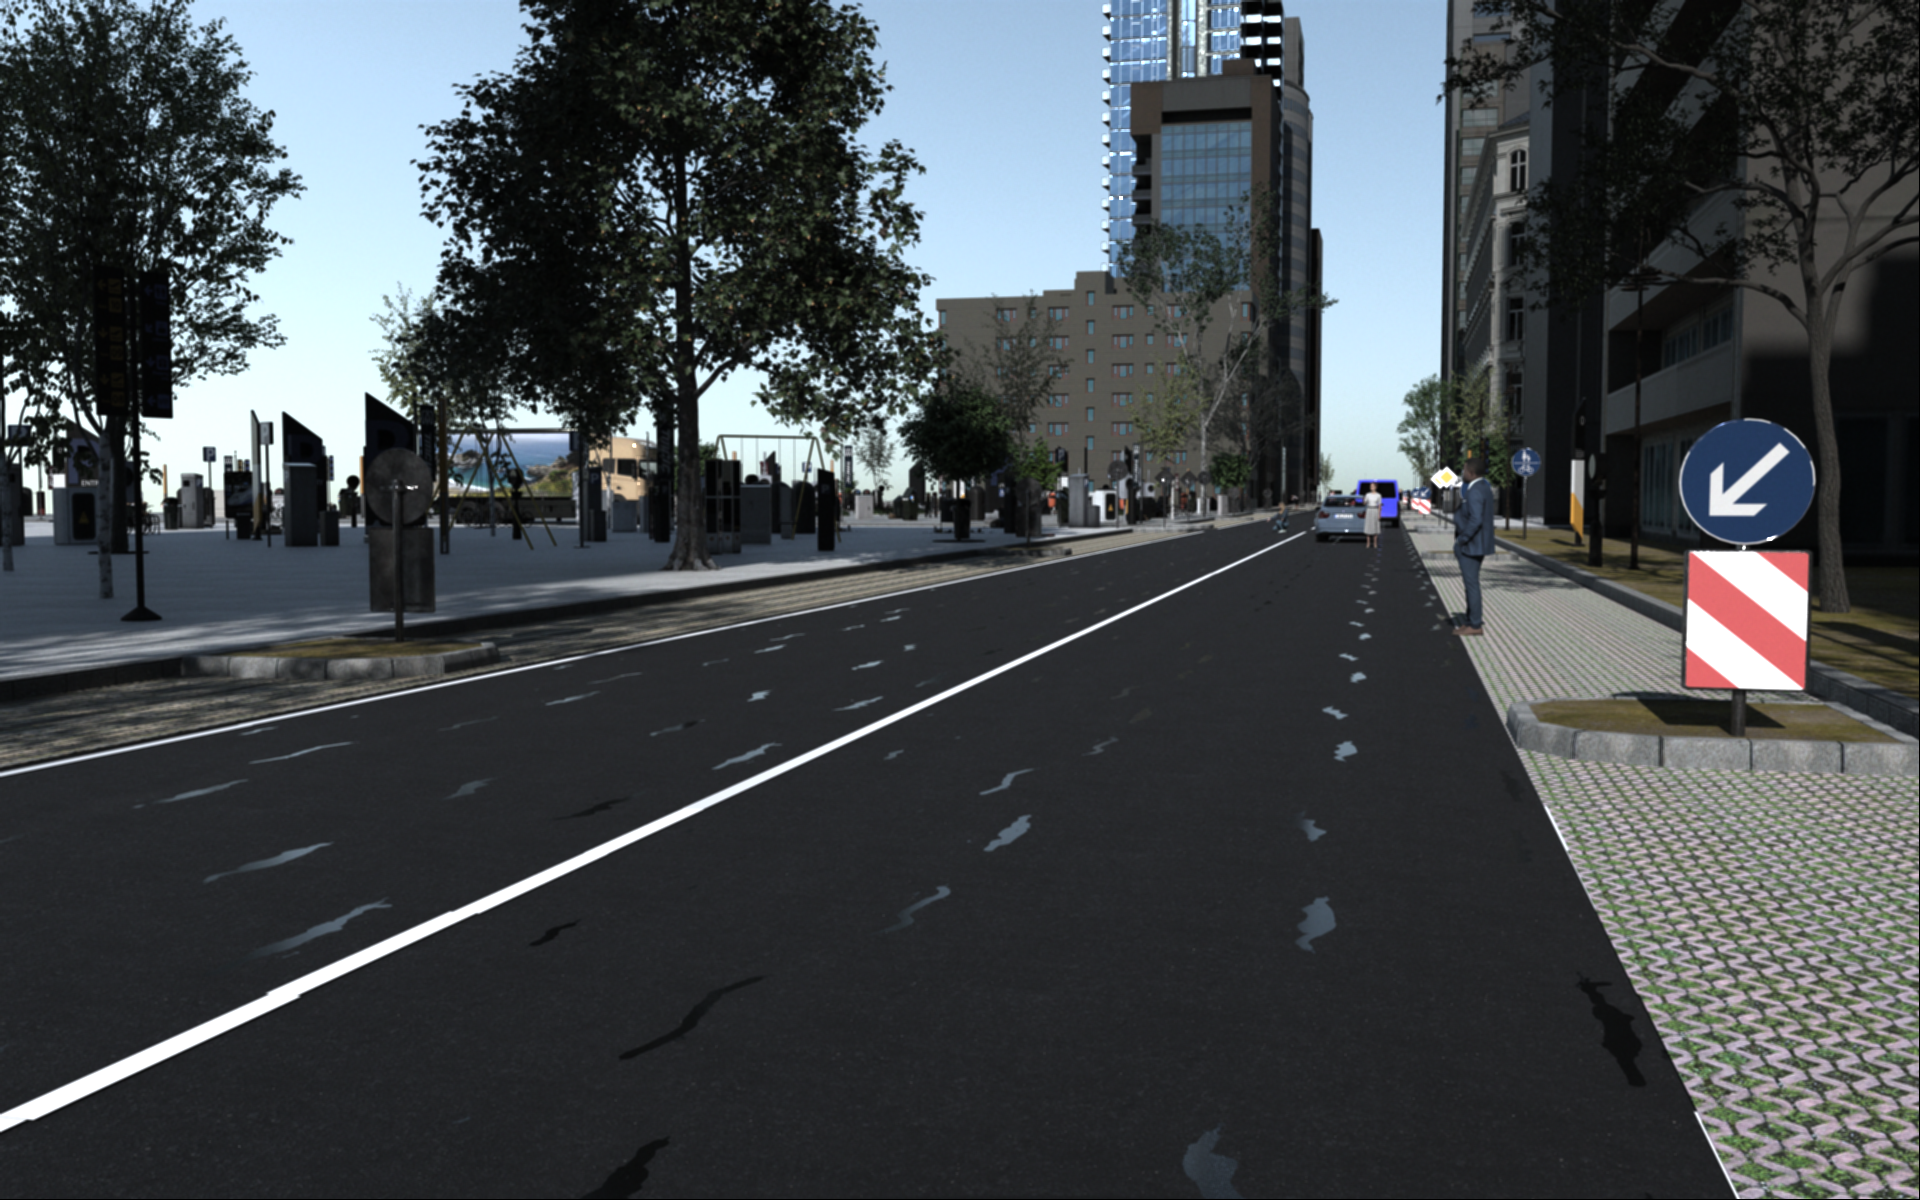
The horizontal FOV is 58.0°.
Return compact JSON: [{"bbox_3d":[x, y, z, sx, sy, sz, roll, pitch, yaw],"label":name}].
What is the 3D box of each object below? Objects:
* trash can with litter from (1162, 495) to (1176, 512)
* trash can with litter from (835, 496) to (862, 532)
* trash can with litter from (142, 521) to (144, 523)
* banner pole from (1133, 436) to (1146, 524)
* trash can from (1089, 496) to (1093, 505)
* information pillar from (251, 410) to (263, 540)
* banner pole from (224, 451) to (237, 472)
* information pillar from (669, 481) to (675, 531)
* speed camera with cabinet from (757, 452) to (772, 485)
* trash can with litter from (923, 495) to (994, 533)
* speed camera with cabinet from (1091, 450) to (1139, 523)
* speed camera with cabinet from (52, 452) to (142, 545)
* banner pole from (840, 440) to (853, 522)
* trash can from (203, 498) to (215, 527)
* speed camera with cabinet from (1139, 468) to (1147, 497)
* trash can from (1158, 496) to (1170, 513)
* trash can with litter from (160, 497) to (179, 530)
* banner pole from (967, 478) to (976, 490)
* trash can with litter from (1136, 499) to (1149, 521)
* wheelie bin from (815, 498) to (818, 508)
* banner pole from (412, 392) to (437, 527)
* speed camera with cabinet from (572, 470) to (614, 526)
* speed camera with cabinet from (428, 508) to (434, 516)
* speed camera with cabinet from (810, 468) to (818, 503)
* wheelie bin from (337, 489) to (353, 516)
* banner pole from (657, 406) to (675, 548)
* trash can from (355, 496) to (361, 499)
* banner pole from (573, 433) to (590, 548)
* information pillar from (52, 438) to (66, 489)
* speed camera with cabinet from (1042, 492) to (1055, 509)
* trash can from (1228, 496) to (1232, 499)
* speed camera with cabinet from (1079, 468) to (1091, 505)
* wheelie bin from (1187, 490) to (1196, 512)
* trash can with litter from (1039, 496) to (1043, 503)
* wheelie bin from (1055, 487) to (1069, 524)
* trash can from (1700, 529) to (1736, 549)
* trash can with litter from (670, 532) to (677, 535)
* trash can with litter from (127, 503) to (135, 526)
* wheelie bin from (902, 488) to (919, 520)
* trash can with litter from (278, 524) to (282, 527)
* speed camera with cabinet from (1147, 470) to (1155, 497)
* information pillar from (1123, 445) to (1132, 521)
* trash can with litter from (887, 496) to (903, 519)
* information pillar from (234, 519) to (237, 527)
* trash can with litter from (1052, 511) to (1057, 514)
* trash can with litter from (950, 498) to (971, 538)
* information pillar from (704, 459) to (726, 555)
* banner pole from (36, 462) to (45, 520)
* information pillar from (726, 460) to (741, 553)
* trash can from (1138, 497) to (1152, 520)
[{"bbox_3d":[14.605,-7.082,126.843,2.233,1.210,1.678,1,4,18],"label":"trash can with litter"},{"bbox_3d":[-4.301,-2.993,59.990,1.678,1.210,2.233,-1,4,-22],"label":"trash can with litter"},{"bbox_3d":[-34.409,-3.688,71.358,1.678,1.210,2.233,3,5,43],"label":"trash can with litter"},{"bbox_3d":[7.668,-5.166,74.476,0.401,3.779,0.863,-2,4,-31],"label":"banner pole"},{"bbox_3d":[8.999,-6.751,122.032,0.748,1.137,0.748,0,3,0],"label":"trash can"},{"bbox_3d":[-19.534,-3.470,48.090,0.183,3.616,0.504,-3,5,-41],"label":"information pillar"},{"bbox_3d":[-42.015,-6.724,99.953,0.863,3.779,0.401,-2,4,-35],"label":"banner pole"},{"bbox_3d":[-10.247,-3.453,60.944,0.304,2.012,0.304,1,4,19],"label":"information pillar"},{"bbox_3d":[-9.835,-5.305,81.067,2.038,3.252,0.660,0,4,-3],"label":"speed camera with cabinet"},{"bbox_3d":[-0.016,-2.818,57.138,2.233,1.210,1.678,1,4,11],"label":"trash can with litter"},{"bbox_3d":[6.988,-5.118,78.008,2.038,3.252,0.660,-3,5,-41],"label":"speed camera with cabinet"},{"bbox_3d":[-22.196,-3.063,44.414,0.660,3.252,2.038,2,4,25],"label":"speed camera with cabinet"},{"bbox_3d":[-5.196,-5.427,78.752,0.863,3.779,0.401,3,4,36],"label":"banner pole"},{"bbox_3d":[-29.660,-3.456,68.159,0.748,1.137,0.748,0,3,0],"label":"trash can"},{"bbox_3d":[12.868,-8.335,130.614,2.038,3.252,0.660,2,4,33],"label":"speed camera with cabinet"},{"bbox_3d":[13.124,-6.107,111.497,0.748,1.137,0.748,0,3,0],"label":"trash can"},{"bbox_3d":[-28.525,-3.123,62.444,0.624,1.170,1.055,-2,4,-30],"label":"trash can with litter"},{"bbox_3d":[0.787,-8.356,126.640,0.863,3.779,0.401,0,4,7],"label":"banner pole"},{"bbox_3d":[8.539,-4.344,82.407,0.624,1.170,1.055,-3,5,-42],"label":"trash can with litter"},{"bbox_3d":[-11.323,-7.715,134.042,0.980,1.594,0.693,-1,4,-19],"label":"wheelie bin"},{"bbox_3d":[-13.200,-3.217,42.616,0.401,3.779,0.863,2,4,31],"label":"banner pole"},{"bbox_3d":[-14.481,-4.528,68.362,0.660,3.252,2.038,2,4,23],"label":"speed camera with cabinet"},{"bbox_3d":[-31.827,-6.603,102.292,0.660,3.252,2.038,-3,5,-44],"label":"speed camera with cabinet"},{"bbox_3d":[-11.451,-8.287,129.822,2.038,3.252,0.660,-2,4,-27],"label":"speed camera with cabinet"},{"bbox_3d":[-35.696,-5.678,100.748,0.693,1.594,0.980,2,4,32],"label":"wheelie bin"},{"bbox_3d":[-6.763,-3.099,40.682,0.863,3.779,0.401,-3,4,-36],"label":"banner pole"},{"bbox_3d":[-39.816,-6.311,114.835,0.748,1.137,0.748,0,3,0],"label":"trash can"},{"bbox_3d":[-8.960,-3.135,41.274,0.401,3.779,0.863,-2,4,-31],"label":"banner pole"},{"bbox_3d":[-36.906,-4.872,71.006,0.504,3.616,0.183,0,4,-5],"label":"information pillar"},{"bbox_3d":[7.451,-9.332,146.918,2.038,3.252,0.660,2,4,25],"label":"speed camera with cabinet"},{"bbox_3d":[18.536,-6.605,119.650,0.748,1.137,0.748,0,3,0],"label":"trash can"},{"bbox_3d":[9.496,-8.351,130.869,2.038,3.252,0.660,-2,4,-29],"label":"speed camera with cabinet"},{"bbox_3d":[16.203,-6.931,121.226,0.693,1.594,0.980,0,4,6],"label":"wheelie bin"},{"bbox_3d":[6.498,-7.482,133.717,1.055,1.170,0.624,-1,4,-17],"label":"trash can with litter"},{"bbox_3d":[4.527,-4.105,75.024,0.693,1.594,0.980,1,4,22],"label":"wheelie bin"},{"bbox_3d":[11.110,-0.831,25.241,0.748,1.137,0.748,0,3,0],"label":"trash can"},{"bbox_3d":[-8.808,-2.705,55.285,1.678,1.210,2.233,0,4,1],"label":"trash can with litter"},{"bbox_3d":[-33.158,-3.492,68.482,1.055,1.170,0.624,-2,4,-28],"label":"trash can with litter"},{"bbox_3d":[-2.416,-4.684,84.483,0.693,1.594,0.980,-3,4,-36],"label":"wheelie bin"},{"bbox_3d":[-26.310,-3.538,68.905,1.678,1.210,2.233,1,4,10],"label":"trash can with litter"},{"bbox_3d":[14.634,-8.871,139.382,2.038,3.252,0.660,-1,4,-18],"label":"speed camera with cabinet"},{"bbox_3d":[8.084,-5.626,83.332,0.183,3.616,0.504,-2,4,-32],"label":"information pillar"},{"bbox_3d":[-3.279,-4.813,90.072,0.624,1.170,1.055,2,4,32],"label":"trash can with litter"},{"bbox_3d":[-27.787,-3.806,66.725,0.304,2.012,0.304,-1,4,-9],"label":"information pillar"},{"bbox_3d":[6.630,-6.330,114.554,1.678,1.210,2.233,-2,4,-27],"label":"trash can with litter"},{"bbox_3d":[0.007,-2.369,50.122,0.624,1.170,1.055,0,4,-2],"label":"trash can with litter"},{"bbox_3d":[-5.207,-1.964,36.606,0.304,2.012,0.304,1,4,10],"label":"information pillar"},{"bbox_3d":[-45.837,-5.892,86.346,0.401,3.779,0.863,-1,4,-18],"label":"banner pole"},{"bbox_3d":[-4.954,-2.020,37.521,0.304,2.012,0.304,2,4,28],"label":"information pillar"},{"bbox_3d":[9.014,-4.447,84.361,0.748,1.137,0.748,0,3,0],"label":"trash can"}]
